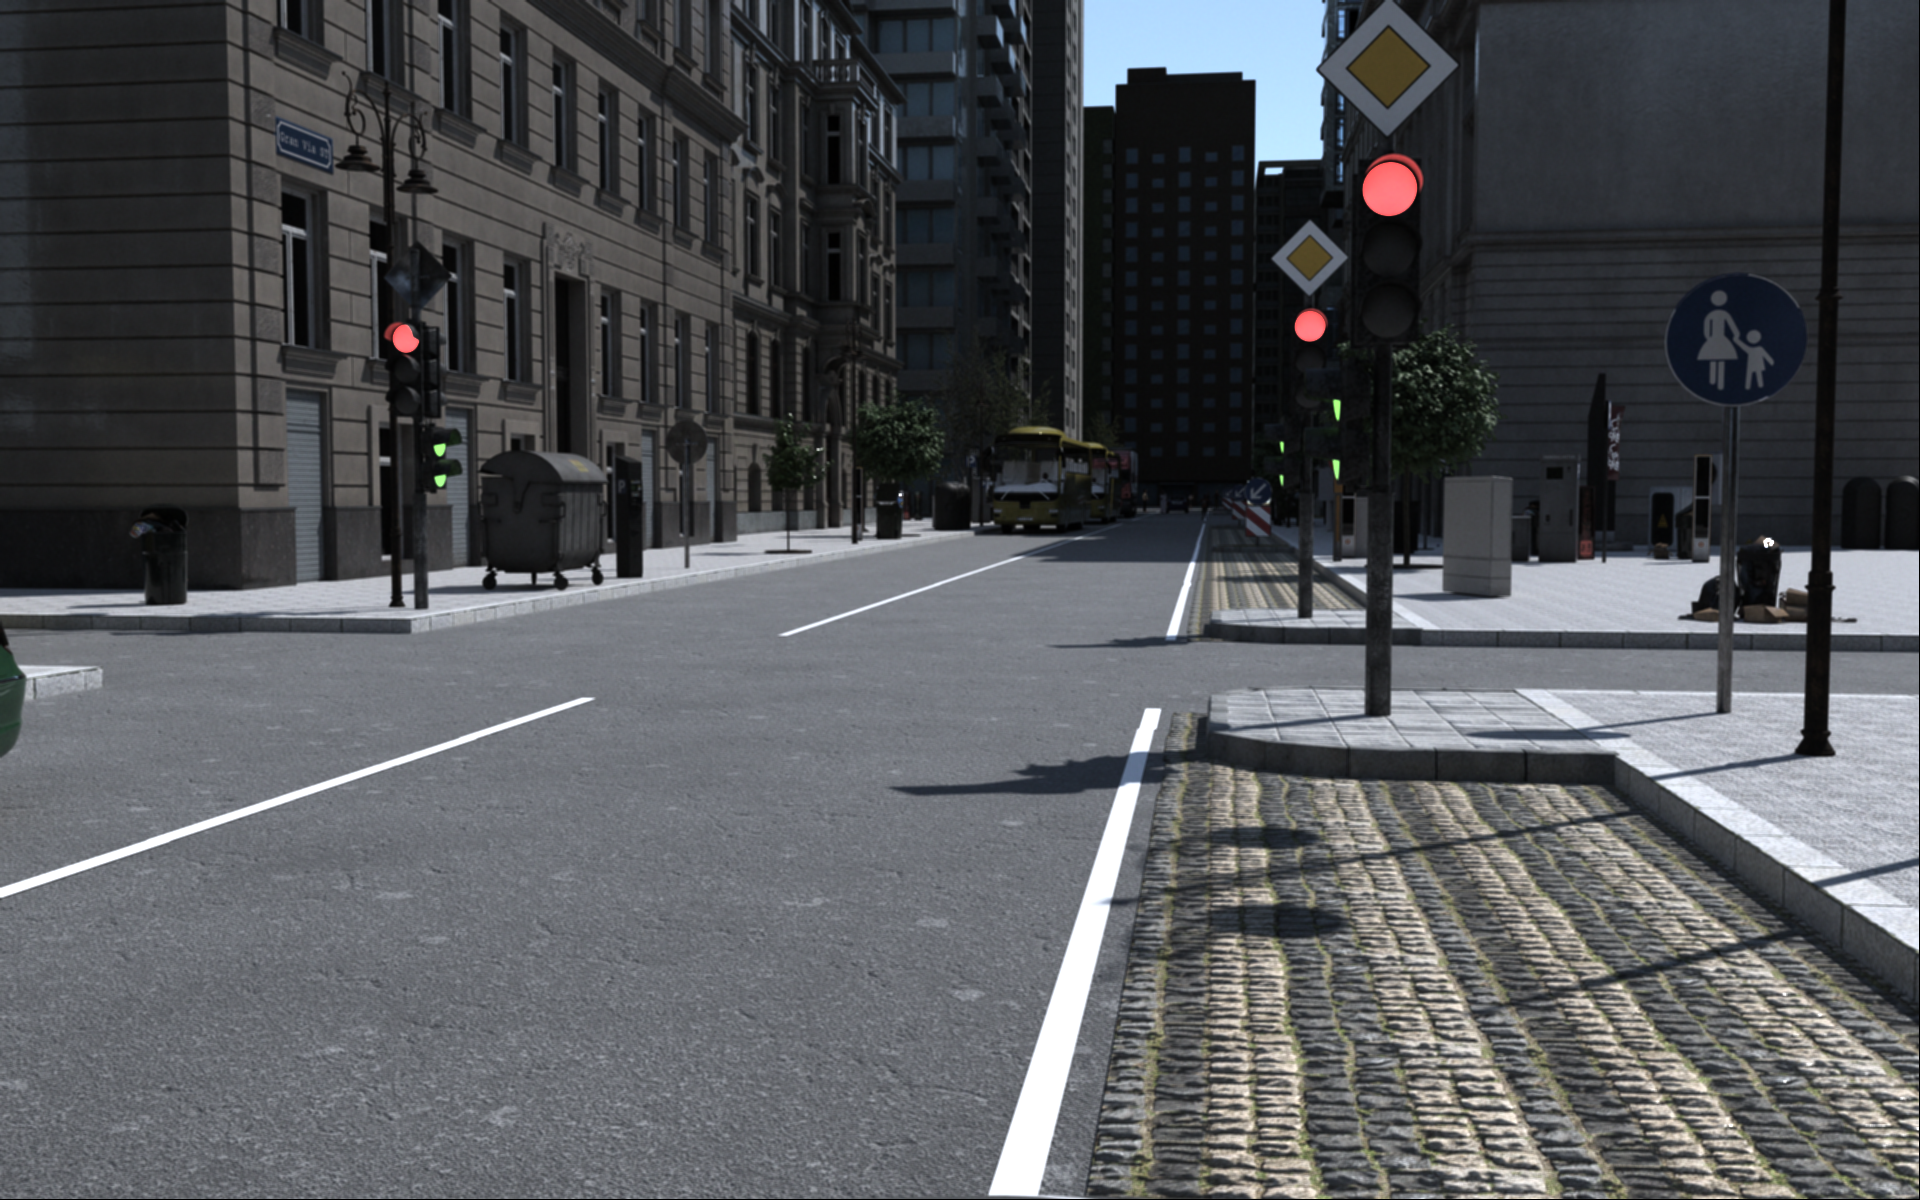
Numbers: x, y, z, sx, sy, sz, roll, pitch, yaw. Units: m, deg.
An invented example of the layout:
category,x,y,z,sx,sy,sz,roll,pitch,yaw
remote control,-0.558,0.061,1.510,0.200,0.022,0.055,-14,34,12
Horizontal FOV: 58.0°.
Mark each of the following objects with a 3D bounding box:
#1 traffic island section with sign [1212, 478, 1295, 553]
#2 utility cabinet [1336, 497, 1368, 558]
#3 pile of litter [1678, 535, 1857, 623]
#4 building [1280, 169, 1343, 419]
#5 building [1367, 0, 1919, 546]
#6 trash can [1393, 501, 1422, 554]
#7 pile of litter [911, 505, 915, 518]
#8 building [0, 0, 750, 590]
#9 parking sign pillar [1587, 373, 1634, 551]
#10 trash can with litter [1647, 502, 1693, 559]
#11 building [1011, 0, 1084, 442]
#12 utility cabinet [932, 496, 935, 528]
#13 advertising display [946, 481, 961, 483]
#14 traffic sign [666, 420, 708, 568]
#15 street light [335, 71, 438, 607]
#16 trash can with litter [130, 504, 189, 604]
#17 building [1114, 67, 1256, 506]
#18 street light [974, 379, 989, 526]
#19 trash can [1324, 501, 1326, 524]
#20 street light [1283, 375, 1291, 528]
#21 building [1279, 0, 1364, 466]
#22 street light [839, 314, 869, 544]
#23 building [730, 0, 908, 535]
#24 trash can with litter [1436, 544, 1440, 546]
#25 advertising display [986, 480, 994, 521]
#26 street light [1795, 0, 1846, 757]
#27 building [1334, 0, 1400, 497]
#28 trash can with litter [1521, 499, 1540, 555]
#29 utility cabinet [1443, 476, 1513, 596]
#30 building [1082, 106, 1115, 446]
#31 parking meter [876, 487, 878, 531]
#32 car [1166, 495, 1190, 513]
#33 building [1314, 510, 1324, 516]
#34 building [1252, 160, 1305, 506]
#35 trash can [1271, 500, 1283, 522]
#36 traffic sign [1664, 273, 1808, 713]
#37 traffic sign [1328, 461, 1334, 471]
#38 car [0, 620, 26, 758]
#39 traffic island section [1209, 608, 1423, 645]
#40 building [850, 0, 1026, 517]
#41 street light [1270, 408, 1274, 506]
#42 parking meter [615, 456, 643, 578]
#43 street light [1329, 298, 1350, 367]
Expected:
category,x,y,z,sx,sy,sz,roll,pitch,yaw
traffic island section with sign,7.233,-2.089,42.778,1.989,1.847,2.006,1,4,8
utility cabinet,8.086,-1.452,34.895,1.020,1.237,0.306,0,4,7
pile of litter,8.233,-0.222,17.597,1.719,0.858,1.176,1,4,22
building,35.905,-23.493,155.815,14.160,30.474,14.107,1,4,8
building,20.420,-12.971,53.873,13.314,21.916,24.055,1,4,8
trash can,9.561,-1.570,37.322,0.748,1.137,0.748,0,3,0
pile of litter,-2.498,-4.751,91.642,1.176,0.858,1.719,2,4,31
building,-13.374,-14.539,34.979,12.463,27.353,25.104,1,4,8
parking sign pillar,14.584,-3.113,39.371,1.447,3.967,1.447,1,4,11
trash can with litter,14.186,-1.398,34.239,1.055,1.170,0.624,1,4,14
building,0.263,-43.932,156.545,20.611,71.187,20.563,1,4,8
utility cabinet,-0.532,-3.359,66.075,1.020,1.237,0.306,1,4,22
advertising display,-0.351,-5.029,87.431,0.974,1.923,0.123,3,5,42
traffic sign,-4.731,-1.826,29.954,0.768,2.556,0.104,1,4,14
street light,-6.408,-2.859,19.539,0.468,5.910,1.993,1,4,8
trash can with litter,-9.393,-0.547,20.338,0.624,1.170,1.055,-2,4,-25
building,24.012,-32.716,185.015,14.200,45.320,14.600,1,4,8
street light,0.870,-5.931,69.761,0.468,5.910,1.993,1,4,8
trash can,15.019,-3.569,70.004,0.748,1.137,0.748,0,3,0
street light,12.586,-5.714,66.204,0.468,5.910,1.993,1,4,8
building,36.543,-50.067,131.262,22.319,86.520,31.000,1,4,8
street light,-2.721,-4.395,44.643,0.468,5.910,1.993,1,4,8
building,-10.433,-15.029,64.805,14.460,24.649,34.723,1,4,8
trash can with litter,12.506,-1.915,42.365,1.678,1.210,2.233,0,4,7
advertising display,1.470,-4.678,81.693,0.974,1.923,0.123,-2,4,-35
street light,4.222,-2.176,8.371,0.468,5.910,1.993,1,4,8
building,23.928,-17.174,78.064,12.463,27.353,25.104,1,4,8
trash can with litter,12.280,-1.533,36.452,0.624,1.170,1.055,3,4,38
utility cabinet,6.550,-0.809,21.914,0.318,1.500,1.173,-1,4,-13
building,9.964,-30.778,186.812,14.086,41.232,14.154,1,4,8
parking meter,-2.620,-3.045,58.199,0.372,1.533,0.369,0,3,0
car,16.495,-7.281,131.622,1.945,1.354,3.894,0,4,6
building,38.010,-25.244,104.617,32.217,40.220,23.993,1,4,8
building,44.067,-30.488,190.359,23.993,40.220,32.217,1,4,8
trash can,14.820,-4.236,80.904,0.748,1.137,0.748,0,3,0
traffic sign,4.483,-0.611,10.089,0.768,2.556,0.104,1,4,14
traffic sign,9.929,-2.742,44.942,0.768,2.556,0.104,1,4,14
car,-5.261,0.378,5.618,2.131,1.459,4.920,0,4,8
traffic island section,3.601,0.264,17.963,2.009,0.180,2.903,1,4,8
building,-7.717,-30.005,110.192,23.786,49.044,30.456,1,4,8
street light,16.420,-7.248,91.286,0.468,5.910,1.993,1,4,8
parking meter,-5.068,-1.274,26.547,0.399,1.863,0.255,3,5,43
street light,9.025,-4.177,41.082,0.468,5.910,1.993,1,4,8
